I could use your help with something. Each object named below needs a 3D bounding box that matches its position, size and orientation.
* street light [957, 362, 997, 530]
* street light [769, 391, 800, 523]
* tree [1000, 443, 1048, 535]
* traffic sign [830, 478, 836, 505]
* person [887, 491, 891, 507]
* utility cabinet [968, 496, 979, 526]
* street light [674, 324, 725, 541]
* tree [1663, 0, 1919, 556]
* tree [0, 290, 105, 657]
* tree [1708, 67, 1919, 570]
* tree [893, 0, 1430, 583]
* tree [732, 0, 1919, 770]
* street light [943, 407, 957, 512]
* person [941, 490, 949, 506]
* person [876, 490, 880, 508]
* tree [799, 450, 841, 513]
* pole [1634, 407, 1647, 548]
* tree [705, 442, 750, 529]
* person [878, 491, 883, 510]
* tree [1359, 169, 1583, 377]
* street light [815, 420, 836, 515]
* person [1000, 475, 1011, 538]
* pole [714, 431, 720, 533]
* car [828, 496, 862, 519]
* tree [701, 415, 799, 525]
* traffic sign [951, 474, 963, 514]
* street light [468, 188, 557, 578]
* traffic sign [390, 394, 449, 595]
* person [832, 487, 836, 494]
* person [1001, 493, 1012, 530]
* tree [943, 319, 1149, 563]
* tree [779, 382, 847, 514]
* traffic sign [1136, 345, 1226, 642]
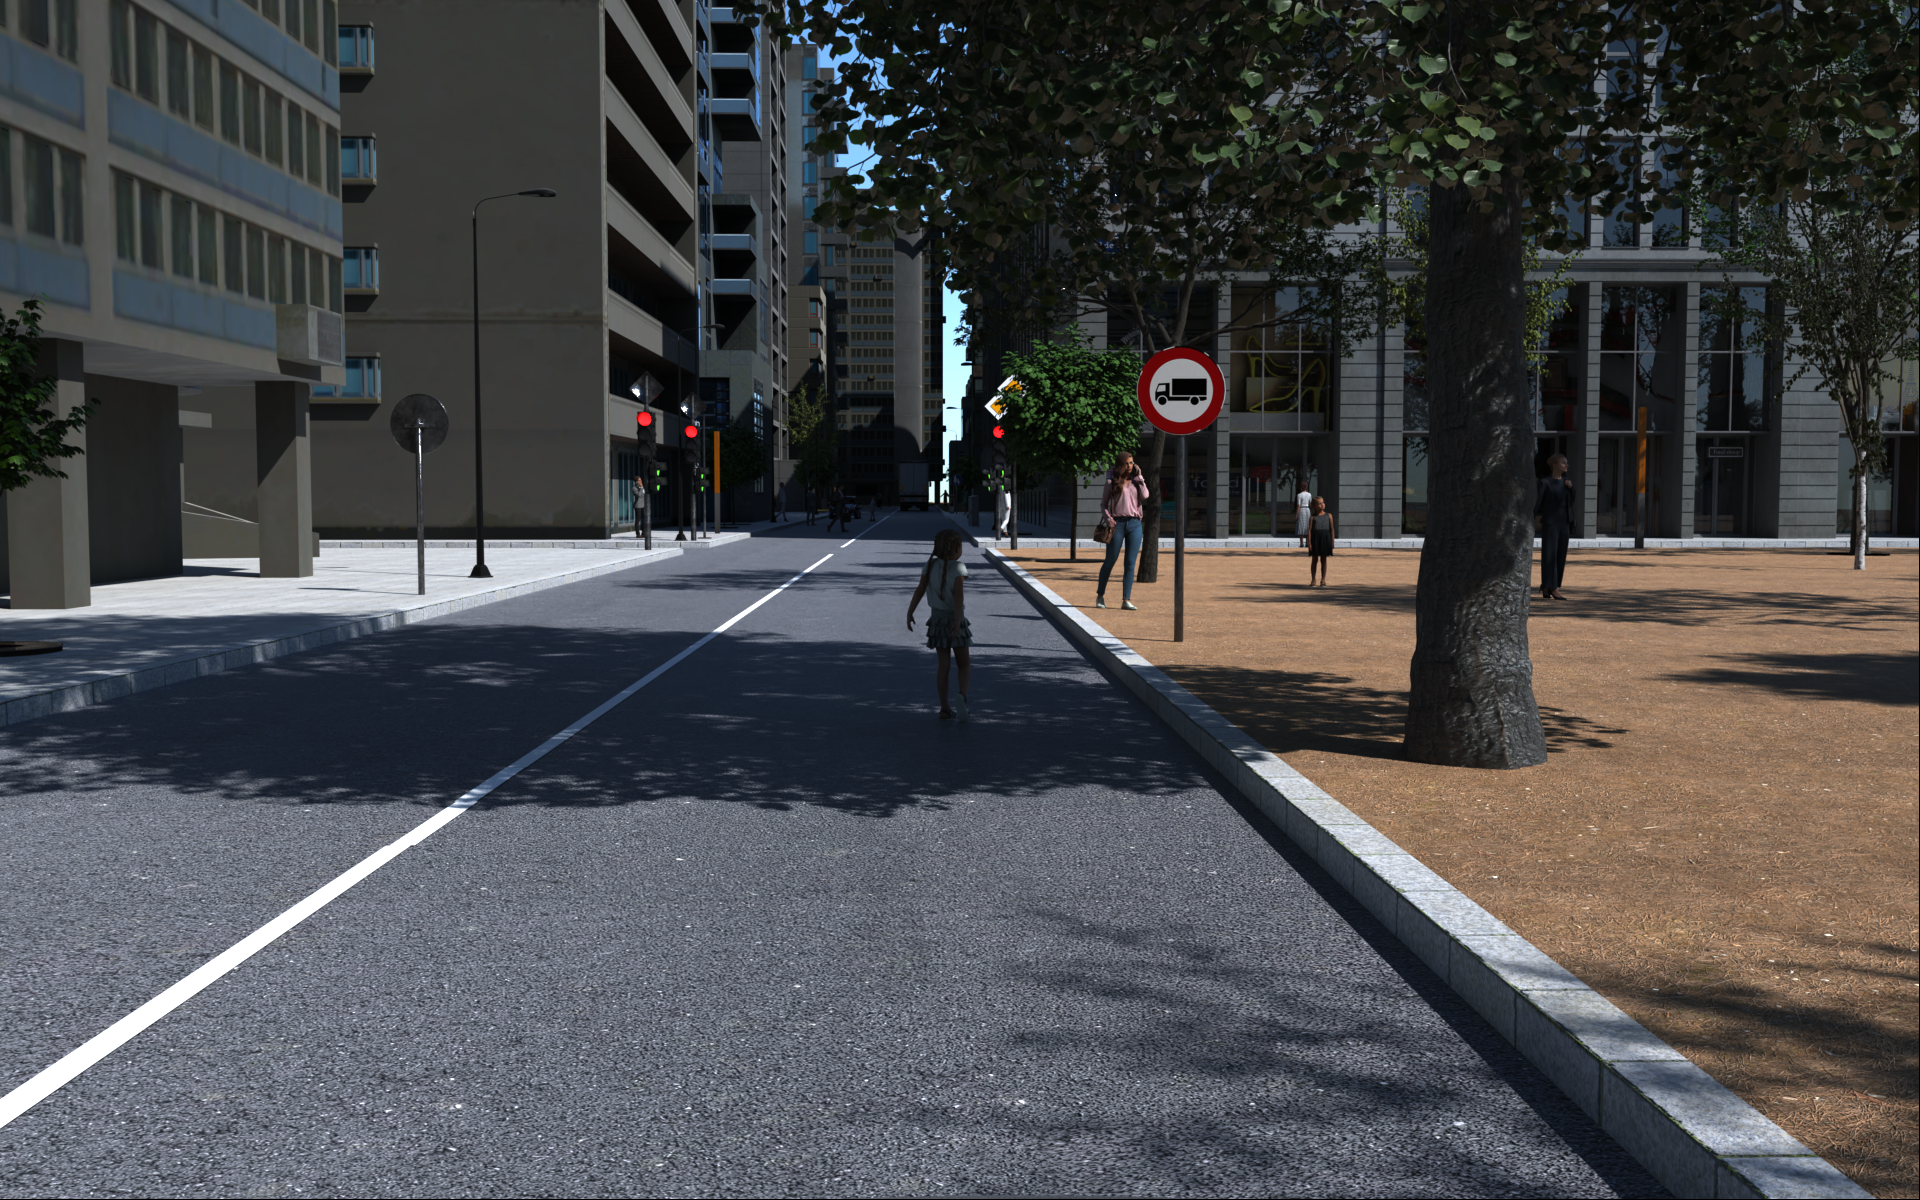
[{"bbox_3d":[0.731,-5.424,61.227,1.470,5.913,1.316,0,4,-1],"label":"street light"},{"bbox_3d":[-7.871,-6.443,77.892,1.470,5.913,1.316,0,4,-1],"label":"street light"},{"bbox_3d":[1.696,-3.644,54.185,1.663,3.219,1.824,0,3,0],"label":"tree"},{"bbox_3d":[-9.098,-7.446,121.839,0.768,2.556,0.104,0,4,1],"label":"traffic sign"},{"bbox_3d":[-8.036,-11.497,196.437,0.705,1.831,1.348,-1,4,-10],"label":"person"},{"bbox_3d":[0.543,-3.582,69.725,0.306,1.237,1.020,-1,4,-8],"label":"utility cabinet"},{"bbox_3d":[-7.135,-4.583,47.477,1.470,5.913,1.316,0,4,-1],"label":"street light"},{"bbox_3d":[18.659,-6.740,35.950,9.928,11.665,9.643,0,3,0],"label":"tree"},{"bbox_3d":[-7.766,-1.189,14.038,1.663,3.219,1.824,0,3,0],"label":"tree"},{"bbox_3d":[15.062,-4.822,29.202,4.360,8.622,3.978,0,3,0],"label":"tree"},{"bbox_3d":[2.885,-5.512,24.527,8.767,10.594,7.601,-2,4,-34],"label":"tree"},{"bbox_3d":[2.381,-6.197,7.972,9.857,13.997,8.962,0,3,0],"label":"tree"},{"bbox_3d":[-0.029,-7.323,92.276,1.470,5.913,1.316,0,4,-1],"label":"street light"},{"bbox_3d":[-1.617,-10.971,186.156,1.217,1.736,0.721,-3,4,-37],"label":"person"},{"bbox_3d":[-8.694,-10.742,184.125,0.705,1.826,1.348,2,4,29],"label":"person"},{"bbox_3d":[-9.778,-8.164,117.198,4.285,4.588,4.351,0,3,0],"label":"tree"},{"bbox_3d":[16.035,-2.872,40.797,0.158,3.312,0.155,0,3,0],"label":"pole"},{"bbox_3d":[-8.944,-4.292,64.781,1.663,3.219,1.824,0,3,0],"label":"tree"},{"bbox_3d":[-7.452,-9.267,160.806,0.721,1.735,1.217,0,4,3],"label":"person"},{"bbox_3d":[9.848,-5.119,34.056,4.737,8.622,4.395,0,3,0],"label":"tree"},{"bbox_3d":[-8.448,-8.304,108.311,1.470,5.913,1.316,0,4,-1],"label":"street light"},{"bbox_3d":[1.240,-2.716,50.335,0.514,1.842,0.818,2,4,35],"label":"person"},{"bbox_3d":[-7.897,-3.821,56.322,0.158,3.312,0.155,0,3,0],"label":"pole"},{"bbox_3d":[-6.655,-5.373,100.422,1.945,1.354,3.894,0,4,0],"label":"car"},{"bbox_3d":[-9.457,-5.403,72.047,4.285,4.588,4.351,0,3,0],"label":"tree"},{"bbox_3d":[-0.206,-6.675,109.249,0.768,2.556,0.104,0,4,5],"label":"traffic sign"},{"bbox_3d":[-6.833,-3.298,26.471,1.470,5.913,1.316,0,4,-1],"label":"street light"},{"bbox_3d":[-6.853,-1.337,21.969,0.768,2.556,0.104,0,4,5],"label":"traffic sign"},{"bbox_3d":[-9.802,-7.914,135.572,0.705,1.807,1.348,-2,4,-32],"label":"person"},{"bbox_3d":[1.685,-3.437,62.414,0.721,1.800,0.419,1,4,10],"label":"person"},{"bbox_3d":[2.102,-2.995,32.687,4.285,4.588,4.351,0,3,0],"label":"tree"},{"bbox_3d":[-9.599,-9.941,112.890,4.737,8.622,4.395,0,3,0],"label":"tree"},{"bbox_3d":[1.900,-0.909,14.973,0.768,2.556,0.104,0,4,0],"label":"traffic sign"}]
